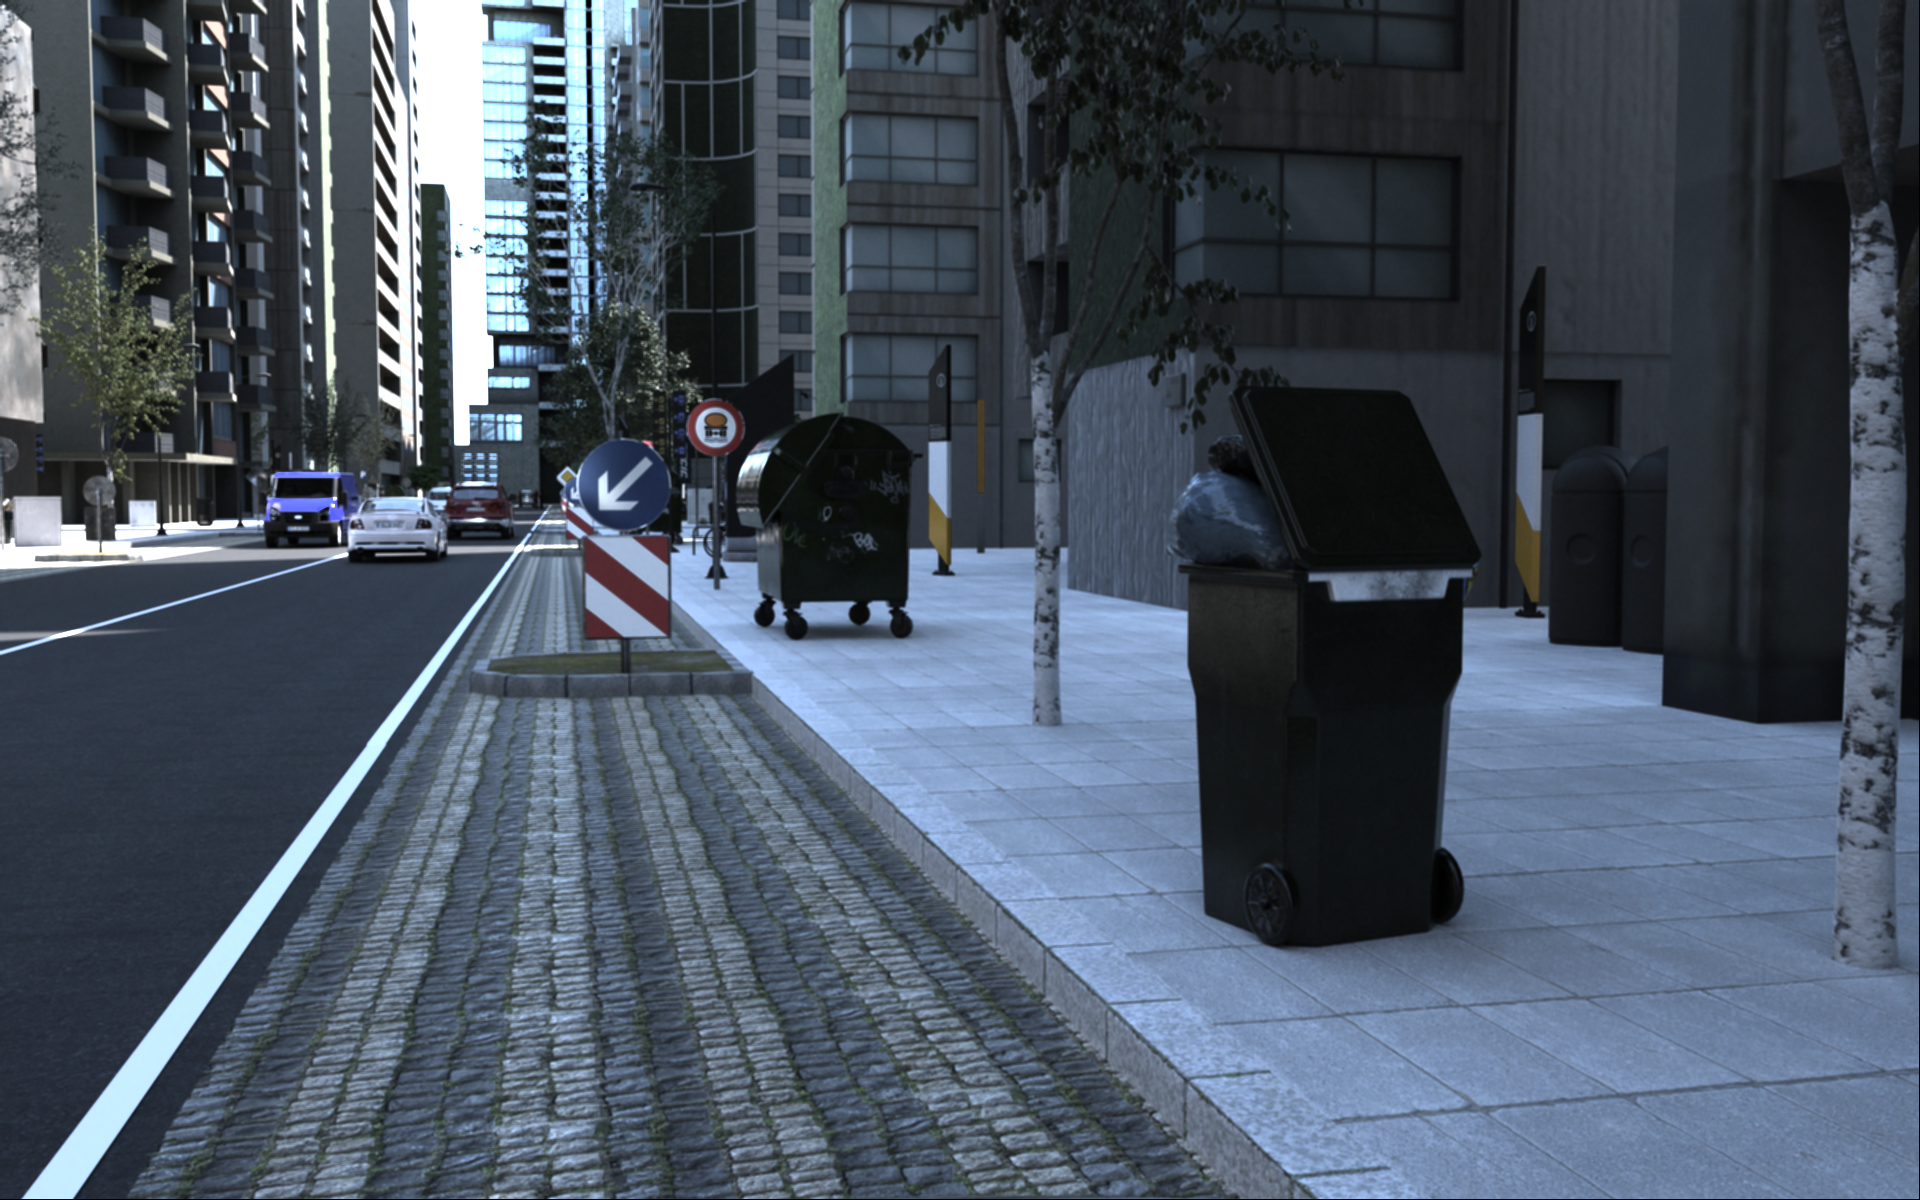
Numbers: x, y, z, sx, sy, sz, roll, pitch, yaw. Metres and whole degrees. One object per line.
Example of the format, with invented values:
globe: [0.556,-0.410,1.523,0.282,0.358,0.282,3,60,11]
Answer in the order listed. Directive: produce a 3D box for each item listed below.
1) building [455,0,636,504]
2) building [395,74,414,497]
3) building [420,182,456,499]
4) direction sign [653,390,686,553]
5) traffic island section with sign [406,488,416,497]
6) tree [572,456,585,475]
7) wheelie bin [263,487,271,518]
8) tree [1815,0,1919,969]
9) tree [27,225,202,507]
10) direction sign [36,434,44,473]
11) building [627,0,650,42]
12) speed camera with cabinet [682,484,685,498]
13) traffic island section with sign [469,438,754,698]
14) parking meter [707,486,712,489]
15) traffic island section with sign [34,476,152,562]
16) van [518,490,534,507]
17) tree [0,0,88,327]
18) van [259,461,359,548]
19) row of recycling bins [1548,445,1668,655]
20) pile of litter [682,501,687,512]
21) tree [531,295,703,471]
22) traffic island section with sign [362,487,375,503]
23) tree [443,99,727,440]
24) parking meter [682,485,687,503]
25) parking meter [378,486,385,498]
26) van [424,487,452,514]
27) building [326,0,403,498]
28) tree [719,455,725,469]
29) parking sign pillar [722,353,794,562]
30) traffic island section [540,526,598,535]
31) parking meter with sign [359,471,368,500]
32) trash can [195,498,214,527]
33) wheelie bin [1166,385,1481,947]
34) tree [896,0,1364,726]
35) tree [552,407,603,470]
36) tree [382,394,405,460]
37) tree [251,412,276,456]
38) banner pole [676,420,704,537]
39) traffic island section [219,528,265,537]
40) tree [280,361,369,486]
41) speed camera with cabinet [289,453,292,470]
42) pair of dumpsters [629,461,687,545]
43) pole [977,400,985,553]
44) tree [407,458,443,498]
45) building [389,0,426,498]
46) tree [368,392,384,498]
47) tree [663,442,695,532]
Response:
building: [-52.640,-56.475,236.038,31.000,86.520,22.319,-1,4,-13]
building: [-64.736,-32.383,179.574,14.600,45.320,14.200,-1,4,-13]
building: [-74.328,-33.332,228.580,14.086,41.232,14.154,-1,4,-13]
direction sign: [-6.359,-2.813,37.995,0.876,3.537,0.379,2,4,29]
traffic island section with sign: [-37.275,-6.677,117.802,1.989,1.847,2.006,-1,4,-13]
tree: [-26.682,-8.662,125.345,4.285,4.588,4.351,0,3,0]
wheelie bin: [-30.065,-4.140,75.602,0.693,1.594,0.980,-2,4,-31]
tree: [2.569,-3.297,4.272,4.360,8.622,3.978,0,3,0]
tree: [-23.646,-6.005,48.545,4.737,8.622,4.395,0,3,0]
direction sign: [-35.095,-4.505,65.655,0.876,3.537,0.379,1,4,12]
building: [-22.665,-33.793,172.125,23.786,49.044,30.456,-1,4,-13]
speed camera with cabinet: [-14.702,-6.122,94.423,2.038,3.252,0.660,0,4,-1]
traffic island section with sign: [-2.658,-0.271,13.056,1.989,1.847,2.006,-1,4,-13]
parking meter: [-17.043,-6.849,117.691,0.399,1.863,0.255,0,3,0]
traffic island section with sign: [-18.618,-1.756,37.337,1.989,1.847,2.006,-1,4,-13]
van: [-49.588,-11.698,198.278,2.013,2.044,4.112,-1,4,-13]
tree: [-20.117,-7.232,28.621,12.009,13.543,11.850,0,3,0]
van: [-17.971,-2.675,48.116,2.240,2.365,5.245,-1,4,-12]
row of recycling bins: [6.128,-0.402,13.690,1.069,1.692,3.534,-2,4,-29]
pile of litter: [-17.060,-5.720,107.493,1.719,0.858,1.176,2,4,29]
tree: [-19.638,-11.169,99.619,9.611,12.733,9.660,0,3,0]
traffic island section with sign: [-31.092,-5.045,91.118,1.989,1.847,2.006,-1,4,-13]
tree: [-18.072,-13.978,84.423,12.611,20.169,13.585,0,3,0]
parking meter: [-17.288,-6.300,108.723,0.255,1.863,0.399,-1,4,-15]
parking meter: [-40.996,-7.160,122.780,0.255,1.863,0.399,2,4,28]
van: [-31.471,-5.998,105.080,2.013,2.044,4.112,-1,4,-14]
building: [-59.670,-31.988,146.704,21.300,48.544,21.600,-1,4,-13]
tree: [-6.160,-4.409,55.798,4.285,4.588,4.351,0,3,0]
parking sign pillar: [-3.846,-2.737,33.221,1.447,3.967,1.447,-1,4,-13]
traffic island section: [-13.910,-2.407,61.630,2.009,0.180,2.903,-1,4,-13]
parking meter with sign: [-44.932,-8.276,131.577,1.738,3.016,0.543,3,5,42]
trash can: [-29.892,-3.480,68.550,0.748,1.137,0.748,0,3,0]
wheelie bin: [1.046,0.168,5.165,0.980,1.594,0.693,-2,4,-25]
tree: [0.642,-3.599,9.208,4.360,8.622,3.978,0,3,0]
tree: [-31.918,-13.196,150.172,7.601,10.594,8.767,0,4,6]
tree: [-42.400,-10.696,125.237,4.360,8.622,3.978,0,3,0]
tree: [-43.703,-9.406,104.158,4.737,8.622,4.395,0,3,0]
banner pole: [-8.102,-3.779,51.799,0.863,3.779,0.401,-2,4,-24]
traffic island section: [-24.035,-2.264,59.297,2.009,0.180,2.903,-1,4,-13]
tree: [-35.146,-8.865,95.312,4.360,8.622,3.978,0,3,0]
speed camera with cabinet: [-31.511,-5.375,82.219,0.660,3.252,2.038,-2,4,-25]
pair of dumpsters: [-8.060,-2.633,45.544,1.574,2.255,4.437,-1,4,-13]
pole: [0.457,-2.672,37.529,0.158,3.312,0.155,0,3,0]
tree: [-49.397,-10.780,159.968,4.285,4.588,4.351,0,3,0]
building: [-75.938,-39.999,195.988,28.212,58.520,21.231,-1,4,-13]
tree: [-38.105,-9.519,106.002,4.360,8.622,3.978,0,3,0]
tree: [-9.995,-3.925,58.767,1.663,3.219,1.824,0,3,0]
